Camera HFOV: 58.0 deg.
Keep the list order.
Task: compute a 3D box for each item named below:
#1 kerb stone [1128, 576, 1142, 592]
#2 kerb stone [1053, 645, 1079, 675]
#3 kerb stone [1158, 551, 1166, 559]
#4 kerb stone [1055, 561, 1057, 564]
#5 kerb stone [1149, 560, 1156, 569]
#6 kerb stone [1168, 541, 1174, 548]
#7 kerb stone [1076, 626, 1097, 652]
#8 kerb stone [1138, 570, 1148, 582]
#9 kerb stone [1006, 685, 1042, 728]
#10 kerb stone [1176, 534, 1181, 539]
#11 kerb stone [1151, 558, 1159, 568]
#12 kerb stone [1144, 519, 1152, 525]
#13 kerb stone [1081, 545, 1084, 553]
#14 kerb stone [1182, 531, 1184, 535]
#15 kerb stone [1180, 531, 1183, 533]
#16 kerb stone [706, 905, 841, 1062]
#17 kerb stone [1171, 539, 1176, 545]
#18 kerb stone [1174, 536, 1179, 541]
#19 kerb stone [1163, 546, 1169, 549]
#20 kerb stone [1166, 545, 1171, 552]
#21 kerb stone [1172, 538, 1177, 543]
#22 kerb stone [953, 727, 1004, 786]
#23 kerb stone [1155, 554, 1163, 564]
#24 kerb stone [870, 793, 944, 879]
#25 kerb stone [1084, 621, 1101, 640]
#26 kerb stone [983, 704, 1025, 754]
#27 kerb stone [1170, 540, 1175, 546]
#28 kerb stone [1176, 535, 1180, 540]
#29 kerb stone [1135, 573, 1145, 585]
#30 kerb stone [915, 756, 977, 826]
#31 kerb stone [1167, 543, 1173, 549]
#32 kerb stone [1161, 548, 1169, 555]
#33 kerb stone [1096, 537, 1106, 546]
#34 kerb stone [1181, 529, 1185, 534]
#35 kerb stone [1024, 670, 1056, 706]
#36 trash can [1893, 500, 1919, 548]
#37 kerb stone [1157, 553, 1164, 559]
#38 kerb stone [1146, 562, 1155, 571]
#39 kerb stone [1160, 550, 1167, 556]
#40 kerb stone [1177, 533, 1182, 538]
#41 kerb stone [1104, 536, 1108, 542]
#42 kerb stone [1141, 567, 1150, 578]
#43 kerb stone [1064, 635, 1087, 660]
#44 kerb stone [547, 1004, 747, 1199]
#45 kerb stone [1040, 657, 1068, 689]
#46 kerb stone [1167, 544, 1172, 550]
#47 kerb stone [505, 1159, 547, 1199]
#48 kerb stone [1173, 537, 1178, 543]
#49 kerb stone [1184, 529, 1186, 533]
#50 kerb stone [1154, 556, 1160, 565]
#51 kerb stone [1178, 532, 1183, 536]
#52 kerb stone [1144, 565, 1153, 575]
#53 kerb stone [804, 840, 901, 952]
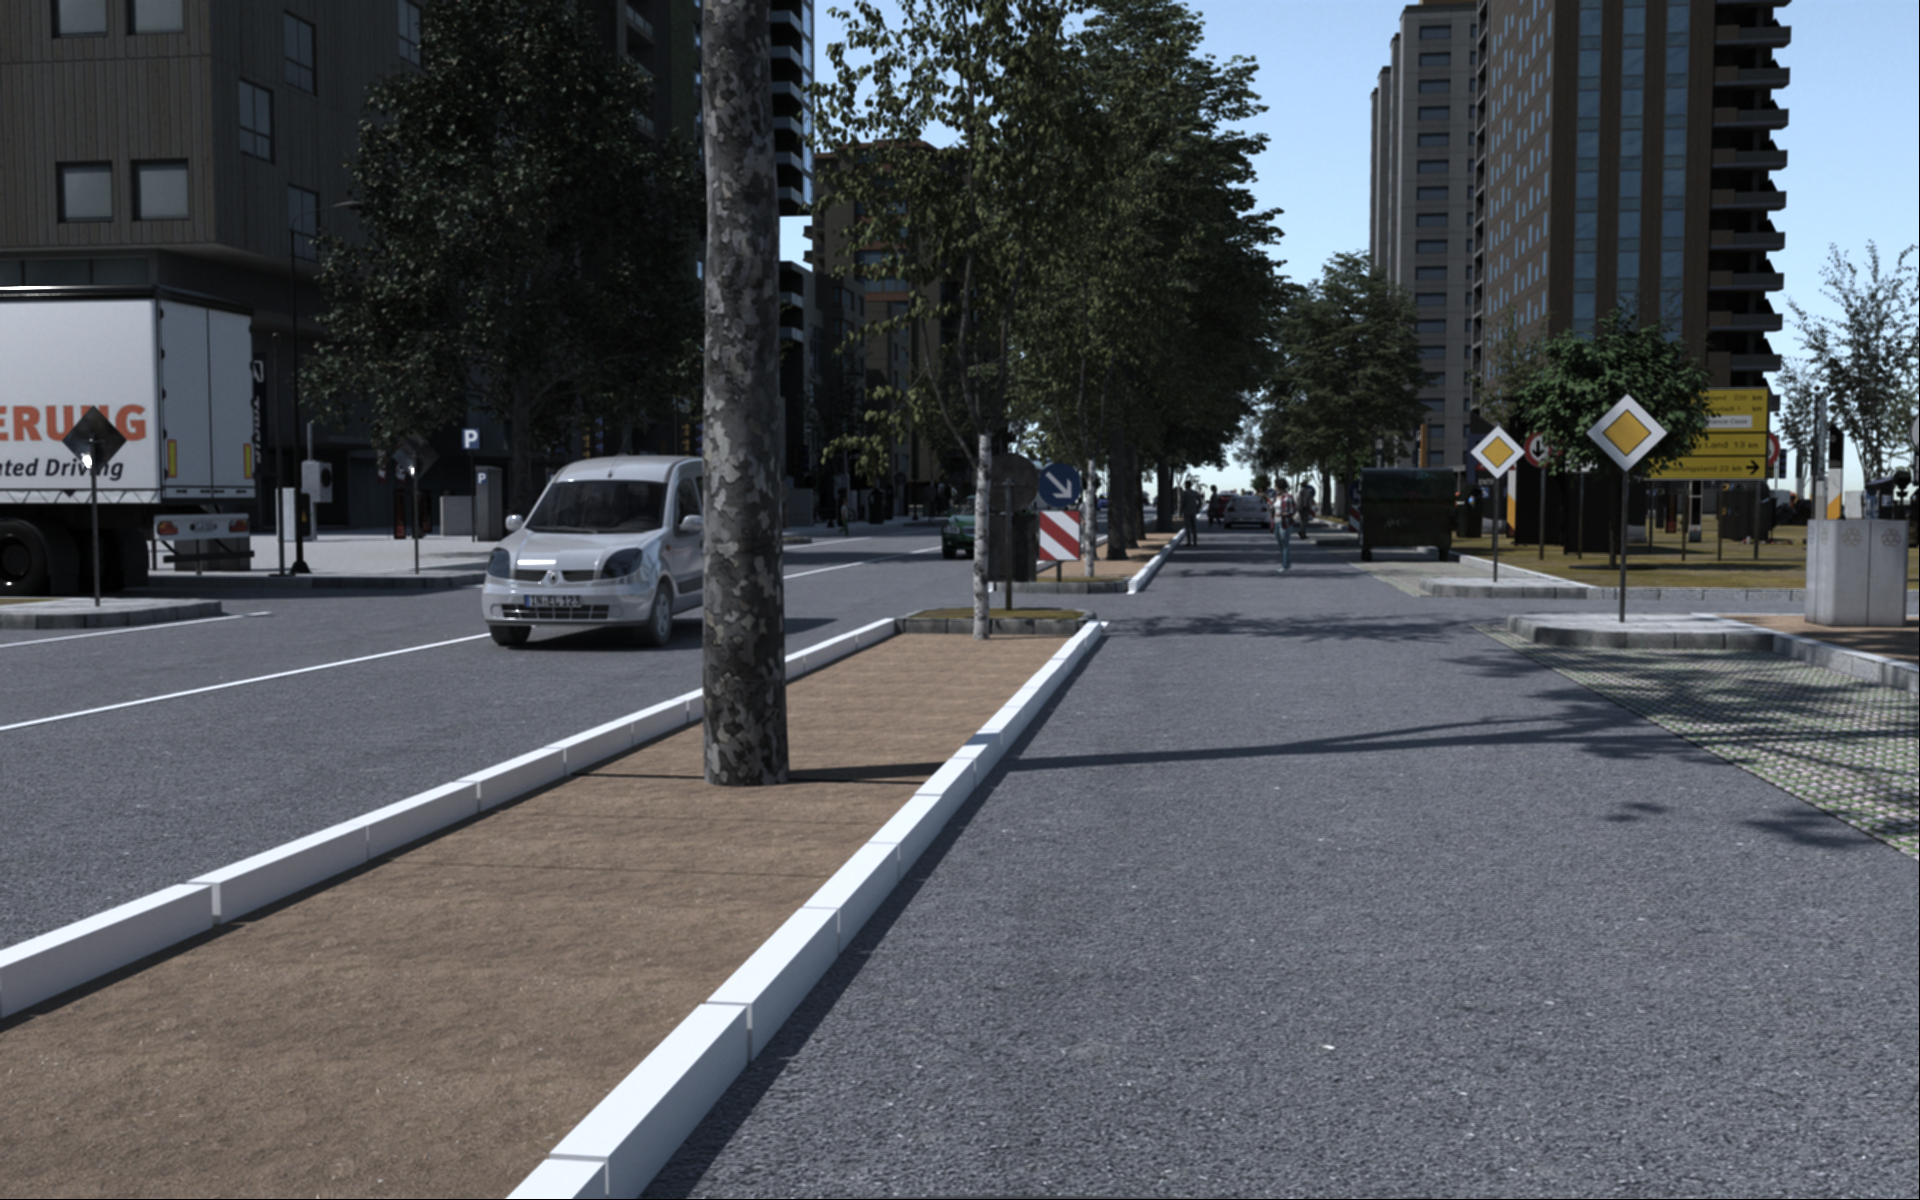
[{"bbox_3d":[2.586,-0.218,25.759,0.120,0.150,1.000,1,4,8],"label":"kerb stone"},{"bbox_3d":[0.843,0.501,14.012,0.120,0.150,1.000,1,4,8],"label":"kerb stone"},{"bbox_3d":[4.253,-0.892,36.911,0.120,0.150,1.000,1,4,8],"label":"kerb stone"},{"bbox_3d":[1.879,-0.796,35.207,0.120,0.150,1.000,1,4,8],"label":"kerb stone"},{"bbox_3d":[3.485,-0.588,31.842,0.120,0.150,1.000,1,4,8],"label":"kerb stone"},{"bbox_3d":[5.310,-1.334,44.007,0.120,0.150,1.000,1,4,8],"label":"kerb stone"},{"bbox_3d":[1.147,0.379,16.052,0.120,0.150,1.000,1,4,8],"label":"kerb stone"},{"bbox_3d":[2.896,-0.339,27.779,0.120,0.150,1.000,1,4,8],"label":"kerb stone"},{"bbox_3d":[0.392,0.687,10.956,0.120,0.150,1.000,1,4,8],"label":"kerb stone"},{"bbox_3d":[6.503,-1.829,52.102,0.120,0.150,1.000,1,4,8],"label":"kerb stone"},{"bbox_3d":[3.646,-0.646,32.864,0.120,0.150,1.000,1,4,8],"label":"kerb stone"},{"bbox_3d":[9.099,-3.770,83.837,0.120,0.150,1.000,1,4,8],"label":"kerb stone"},{"bbox_3d":[3.235,-1.351,44.333,0.120,0.150,1.000,1,4,8],"label":"kerb stone"},{"bbox_3d":[7.102,-2.072,56.148,0.120,0.150,1.000,1,4,8],"label":"kerb stone"},{"bbox_3d":[6.954,-2.015,55.135,0.120,0.150,1.000,1,4,8],"label":"kerb stone"},{"bbox_3d":[-0.510,1.060,4.870,0.120,0.150,1.000,1,4,8],"label":"kerb stone"},{"bbox_3d":[5.606,-1.458,46.031,0.120,0.150,1.000,1,4,8],"label":"kerb stone"},{"bbox_3d":[6.056,-1.644,49.069,0.120,0.150,1.000,1,4,8],"label":"kerb stone"},{"bbox_3d":[4.695,-1.087,39.961,0.120,0.150,1.000,1,4,8],"label":"kerb stone"},{"bbox_3d":[4.847,-1.145,40.972,0.120,0.150,1.000,1,4,8],"label":"kerb stone"},{"bbox_3d":[5.756,-1.520,47.041,0.120,0.150,1.000,1,4,8],"label":"kerb stone"},{"bbox_3d":[0.090,0.812,8.923,0.120,0.150,1.000,1,4,8],"label":"kerb stone"},{"bbox_3d":[3.954,-0.775,34.889,0.120,0.150,1.000,1,4,8],"label":"kerb stone"},{"bbox_3d":[-0.210,0.941,6.901,0.120,0.150,1.000,1,4,8],"label":"kerb stone"},{"bbox_3d":[1.298,0.314,17.069,0.120,0.150,1.000,1,4,8],"label":"kerb stone"},{"bbox_3d":[0.242,0.750,9.940,0.120,0.150,1.000,1,4,8],"label":"kerb stone"},{"bbox_3d":[5.452,-1.396,45.019,0.120,0.150,1.000,1,4,8],"label":"kerb stone"},{"bbox_3d":[6.356,-1.767,51.091,0.120,0.150,1.000,1,4,8],"label":"kerb stone"},{"bbox_3d":[2.735,-0.280,26.770,0.120,0.150,1.000,1,4,8],"label":"kerb stone"},{"bbox_3d":[-0.064,0.875,7.912,0.120,0.150,1.000,1,4,8],"label":"kerb stone"},{"bbox_3d":[5.157,-1.269,42.997,0.120,0.150,1.000,1,4,8],"label":"kerb stone"},{"bbox_3d":[4.557,-1.021,38.937,0.120,0.150,1.000,1,4,8],"label":"kerb stone"},{"bbox_3d":[3.988,-1.663,49.387,0.120,0.150,1.000,1,4,8],"label":"kerb stone"},{"bbox_3d":[7.404,-2.199,58.172,0.120,0.150,1.000,1,4,8],"label":"kerb stone"},{"bbox_3d":[0.540,0.625,11.979,0.120,0.150,1.000,1,4,8],"label":"kerb stone"},{"bbox_3d":[22.700,-1.825,41.496,0.748,1.137,0.748,0,3,0],"label":"trash can"},{"bbox_3d":[4.103,-0.838,35.900,0.120,0.150,1.000,1,4,8],"label":"kerb stone"},{"bbox_3d":[3.339,-0.528,30.823,0.120,0.150,1.000,1,4,8],"label":"kerb stone"},{"bbox_3d":[4.396,-0.957,37.927,0.120,0.150,1.000,1,4,8],"label":"kerb stone"},{"bbox_3d":[6.656,-1.889,53.113,0.120,0.150,1.000,1,4,8],"label":"kerb stone"},{"bbox_3d":[4.127,-1.722,50.401,0.120,0.150,1.000,1,4,8],"label":"kerb stone"},{"bbox_3d":[3.038,-0.403,28.794,0.120,0.150,1.000,1,4,8],"label":"kerb stone"},{"bbox_3d":[0.986,0.439,15.034,0.120,0.150,1.000,1,4,8],"label":"kerb stone"},{"bbox_3d":[-0.667,1.122,3.859,0.120,0.150,1.000,1,4,8],"label":"kerb stone"},{"bbox_3d":[0.689,0.569,12.991,0.120,0.150,1.000,1,4,8],"label":"kerb stone"},{"bbox_3d":[4.996,-1.205,41.983,0.120,0.150,1.000,1,4,8],"label":"kerb stone"},{"bbox_3d":[-0.813,1.184,2.843,0.120,0.150,1.000,1,4,8],"label":"kerb stone"},{"bbox_3d":[5.901,-1.581,48.055,0.120,0.150,1.000,1,4,8],"label":"kerb stone"},{"bbox_3d":[7.554,-2.259,59.184,0.120,0.150,1.000,1,4,8],"label":"kerb stone"},{"bbox_3d":[3.792,-0.714,33.875,0.120,0.150,1.000,1,4,8],"label":"kerb stone"},{"bbox_3d":[6.812,-1.953,54.123,0.120,0.150,1.000,1,4,8],"label":"kerb stone"},{"bbox_3d":[3.193,-0.465,29.804,0.120,0.150,1.000,1,4,8],"label":"kerb stone"},{"bbox_3d":[-0.360,1.001,5.889,0.120,0.150,1.000,1,4,8],"label":"kerb stone"}]
